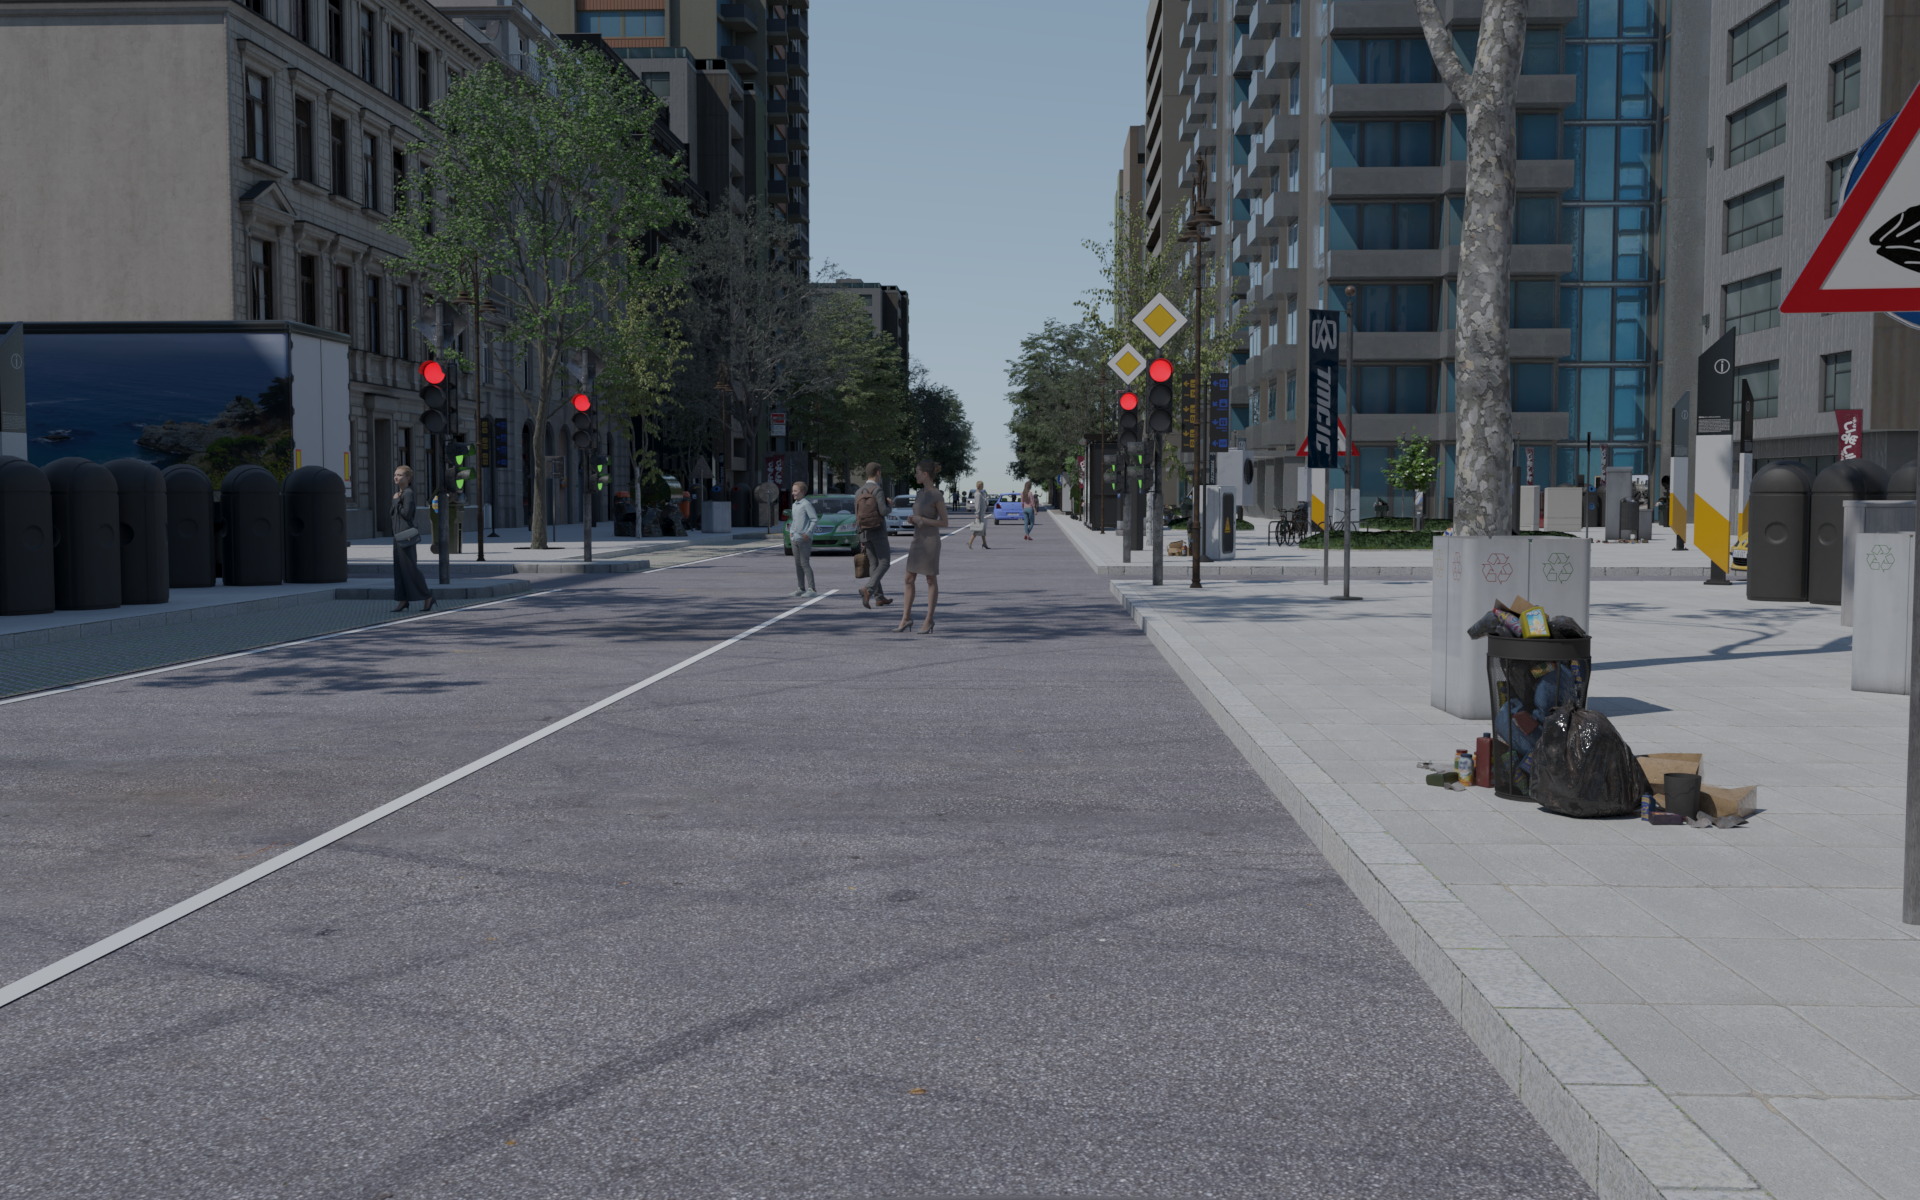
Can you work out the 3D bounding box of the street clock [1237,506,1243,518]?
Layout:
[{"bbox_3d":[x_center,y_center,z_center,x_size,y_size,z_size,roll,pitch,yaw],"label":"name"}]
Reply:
[{"bbox_3d":[11.289,-3.986,69.741,0.358,2.002,0.471,-3,5,-43],"label":"street clock"}]

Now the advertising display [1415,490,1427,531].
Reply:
[{"bbox_3d":[13.886,-2.877,52.251,0.123,1.923,0.974,0,4,0],"label":"advertising display"}]

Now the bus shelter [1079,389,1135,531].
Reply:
[{"bbox_3d":[5.523,-5.287,64.077,2.179,5.291,8.768,0,4,2],"label":"bus shelter"}]

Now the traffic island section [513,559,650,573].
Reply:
[{"bbox_3d":[-7.050,-0.639,32.730,2.009,0.180,2.903,0,4,2],"label":"traffic island section"}]

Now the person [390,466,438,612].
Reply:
[{"bbox_3d":[-6.679,-0.738,20.990,0.576,1.772,0.534,3,5,42],"label":"person"}]

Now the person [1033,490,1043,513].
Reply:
[{"bbox_3d":[6.019,-7.624,133.947,0.742,1.727,0.445,-1,4,-9],"label":"person"}]

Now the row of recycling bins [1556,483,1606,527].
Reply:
[{"bbox_3d":[24.579,-3.657,66.897,3.534,1.692,1.069,-1,4,-12],"label":"row of recycling bins"}]

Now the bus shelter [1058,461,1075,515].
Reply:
[{"bbox_3d":[6.749,-6.570,101.345,2.014,3.302,5.546,0,4,2],"label":"bus shelter"}]

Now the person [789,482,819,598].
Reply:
[{"bbox_3d":[-2.216,-0.848,24.180,0.330,1.601,0.589,-2,4,-29],"label":"person"}]

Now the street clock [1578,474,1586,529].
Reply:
[{"bbox_3d":[22.961,-3.638,64.055,0.358,2.002,0.471,1,4,19],"label":"street clock"}]

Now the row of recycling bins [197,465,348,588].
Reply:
[{"bbox_3d":[-10.355,-1.045,24.205,3.534,1.692,1.069,-3,5,-40],"label":"row of recycling bins"}]

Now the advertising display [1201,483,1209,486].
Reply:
[{"bbox_3d":[14.772,-6.080,104.618,0.974,1.923,0.123,-2,4,-26],"label":"advertising display"}]

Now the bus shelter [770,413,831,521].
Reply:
[{"bbox_3d":[-8.128,-6.748,87.969,2.179,5.291,8.768,0,4,3],"label":"bus shelter"}]

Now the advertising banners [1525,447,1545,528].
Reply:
[{"bbox_3d":[21.734,-4.188,64.656,2.074,3.025,0.090,-2,4,-33],"label":"advertising banners"}]

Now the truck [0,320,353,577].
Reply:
[{"bbox_3d":[-16.281,-2.478,29.436,11.283,4.237,2.839,0,4,3],"label":"truck"}]

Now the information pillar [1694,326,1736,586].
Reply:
[{"bbox_3d":[10.628,-2.020,24.374,0.504,3.616,0.183,3,5,39],"label":"information pillar"}]

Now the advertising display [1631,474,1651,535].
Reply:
[{"bbox_3d":[21.361,-3.036,54.856,0.123,1.923,0.974,-3,5,-43],"label":"advertising display"}]

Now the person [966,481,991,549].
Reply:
[{"bbox_3d":[0.477,-2.208,44.959,0.624,1.780,0.694,1,4,10],"label":"person"}]

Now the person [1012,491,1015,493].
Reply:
[{"bbox_3d":[4.952,-9.487,164.136,0.750,1.759,0.617,-2,4,-30],"label":"person"}]

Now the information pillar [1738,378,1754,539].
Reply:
[{"bbox_3d":[15.973,-2.683,35.215,0.183,3.616,0.504,3,5,43],"label":"information pillar"}]

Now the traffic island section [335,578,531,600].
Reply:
[{"bbox_3d":[-7.385,-0.151,24.752,2.009,0.180,2.903,0,4,2],"label":"traffic island section"}]

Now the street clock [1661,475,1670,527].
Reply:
[{"bbox_3d":[27.221,-3.796,66.638,0.358,2.002,0.471,-2,4,-25],"label":"street clock"}]

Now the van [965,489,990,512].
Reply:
[{"bbox_3d":[1.399,-8.039,138.456,2.013,2.044,4.112,0,4,3],"label":"van"}]

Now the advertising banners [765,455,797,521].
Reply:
[{"bbox_3d":[-8.223,-5.219,81.523,2.074,3.025,0.090,1,4,19],"label":"advertising banners"}]

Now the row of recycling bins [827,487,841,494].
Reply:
[{"bbox_3d":[-7.403,-5.682,100.009,1.069,1.692,3.534,0,3,0],"label":"row of recycling bins"}]

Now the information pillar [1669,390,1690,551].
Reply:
[{"bbox_3d":[16.239,-2.919,39.080,0.504,3.616,0.183,-2,4,-28],"label":"information pillar"}]

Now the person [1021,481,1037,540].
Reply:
[{"bbox_3d":[2.142,-2.756,53.575,0.555,1.821,0.388,2,4,31],"label":"person"}]

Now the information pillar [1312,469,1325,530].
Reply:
[{"bbox_3d":[10.216,-3.525,48.983,0.504,3.616,0.183,1,4,19],"label":"information pillar"}]

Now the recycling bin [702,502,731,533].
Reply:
[{"bbox_3d":[-8.000,-2.710,56.854,0.722,1.027,0.722,-3,5,-41],"label":"recycling bin"}]

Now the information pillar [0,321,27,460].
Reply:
[{"bbox_3d":[-12.748,-1.955,23.314,0.183,3.616,0.504,1,4,10],"label":"information pillar"}]

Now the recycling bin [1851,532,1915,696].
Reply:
[{"bbox_3d":[6.304,0.081,11.232,0.722,1.027,0.722,-3,5,-40],"label":"recycling bin"}]

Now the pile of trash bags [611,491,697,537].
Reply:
[{"bbox_3d":[-9.761,-2.640,52.920,1.912,1.369,3.447,-2,4,-35],"label":"pile of trash bags"}]

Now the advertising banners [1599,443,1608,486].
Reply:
[{"bbox_3d":[22.809,-3.927,60.397,2.074,3.025,0.090,-3,5,-40],"label":"advertising banners"}]

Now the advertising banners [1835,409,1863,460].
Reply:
[{"bbox_3d":[18.928,-2.391,35.278,2.074,3.025,0.090,2,4,30],"label":"advertising banners"}]

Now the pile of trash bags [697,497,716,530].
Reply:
[{"bbox_3d":[-9.476,-3.140,61.091,1.912,1.369,3.447,0,4,0],"label":"pile of trash bags"}]

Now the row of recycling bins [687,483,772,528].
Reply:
[{"bbox_3d":[-8.937,-3.673,67.166,3.534,1.692,1.069,1,4,15],"label":"row of recycling bins"}]

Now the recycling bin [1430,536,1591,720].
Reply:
[{"bbox_3d":[3.215,0.147,10.158,0.722,1.027,0.722,0,4,-1],"label":"recycling bin"}]

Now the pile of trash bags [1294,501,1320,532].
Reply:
[{"bbox_3d":[12.483,-3.000,58.804,1.912,1.369,3.447,0,4,-4],"label":"pile of trash bags"}]

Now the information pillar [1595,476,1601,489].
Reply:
[{"bbox_3d":[26.253,-4.078,71.169,0.304,2.012,0.304,2,4,31],"label":"information pillar"}]

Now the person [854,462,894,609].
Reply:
[{"bbox_3d":[-1.111,-0.822,21.907,0.622,1.834,0.822,3,4,37],"label":"person"}]

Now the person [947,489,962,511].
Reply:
[{"bbox_3d":[-0.450,-8.391,145.686,1.348,1.826,0.705,-1,4,-16],"label":"person"}]

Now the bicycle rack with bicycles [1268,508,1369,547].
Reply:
[{"bbox_3d":[8.682,-1.805,42.893,2.852,0.926,2.925,3,5,42],"label":"bicycle rack with bicycles"}]

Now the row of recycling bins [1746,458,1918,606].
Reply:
[{"bbox_3d":[10.647,-0.772,19.737,1.069,1.692,3.534,-2,4,-33],"label":"row of recycling bins"}]

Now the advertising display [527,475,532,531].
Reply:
[{"bbox_3d":[-14.949,-3.359,60.141,0.123,1.923,0.974,-1,4,-14],"label":"advertising display"}]

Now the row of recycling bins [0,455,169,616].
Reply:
[{"bbox_3d":[-10.087,-0.727,19.004,1.069,1.692,3.534,1,4,16],"label":"row of recycling bins"}]

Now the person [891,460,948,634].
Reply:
[{"bbox_3d":[-0.405,-0.545,17.750,0.374,1.781,0.599,-3,4,-38],"label":"person"}]

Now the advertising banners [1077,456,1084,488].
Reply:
[{"bbox_3d":[6.268,-5.088,79.376,2.074,3.025,0.090,2,4,32],"label":"advertising banners"}]

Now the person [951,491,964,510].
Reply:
[{"bbox_3d":[-0.210,-9.005,156.408,1.217,1.739,0.721,0,4,5],"label":"person"}]

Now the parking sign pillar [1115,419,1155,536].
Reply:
[{"bbox_3d":[5.518,-3.963,53.272,1.447,3.967,1.447,-1,4,-8],"label":"parking sign pillar"}]

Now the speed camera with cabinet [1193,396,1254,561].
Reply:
[{"bbox_3d":[5.213,-2.435,34.156,0.660,3.252,2.038,2,4,28],"label":"speed camera with cabinet"}]

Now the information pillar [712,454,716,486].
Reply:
[{"bbox_3d":[-14.443,-6.750,101.717,0.183,3.616,0.504,-2,4,-33],"label":"information pillar"}]
